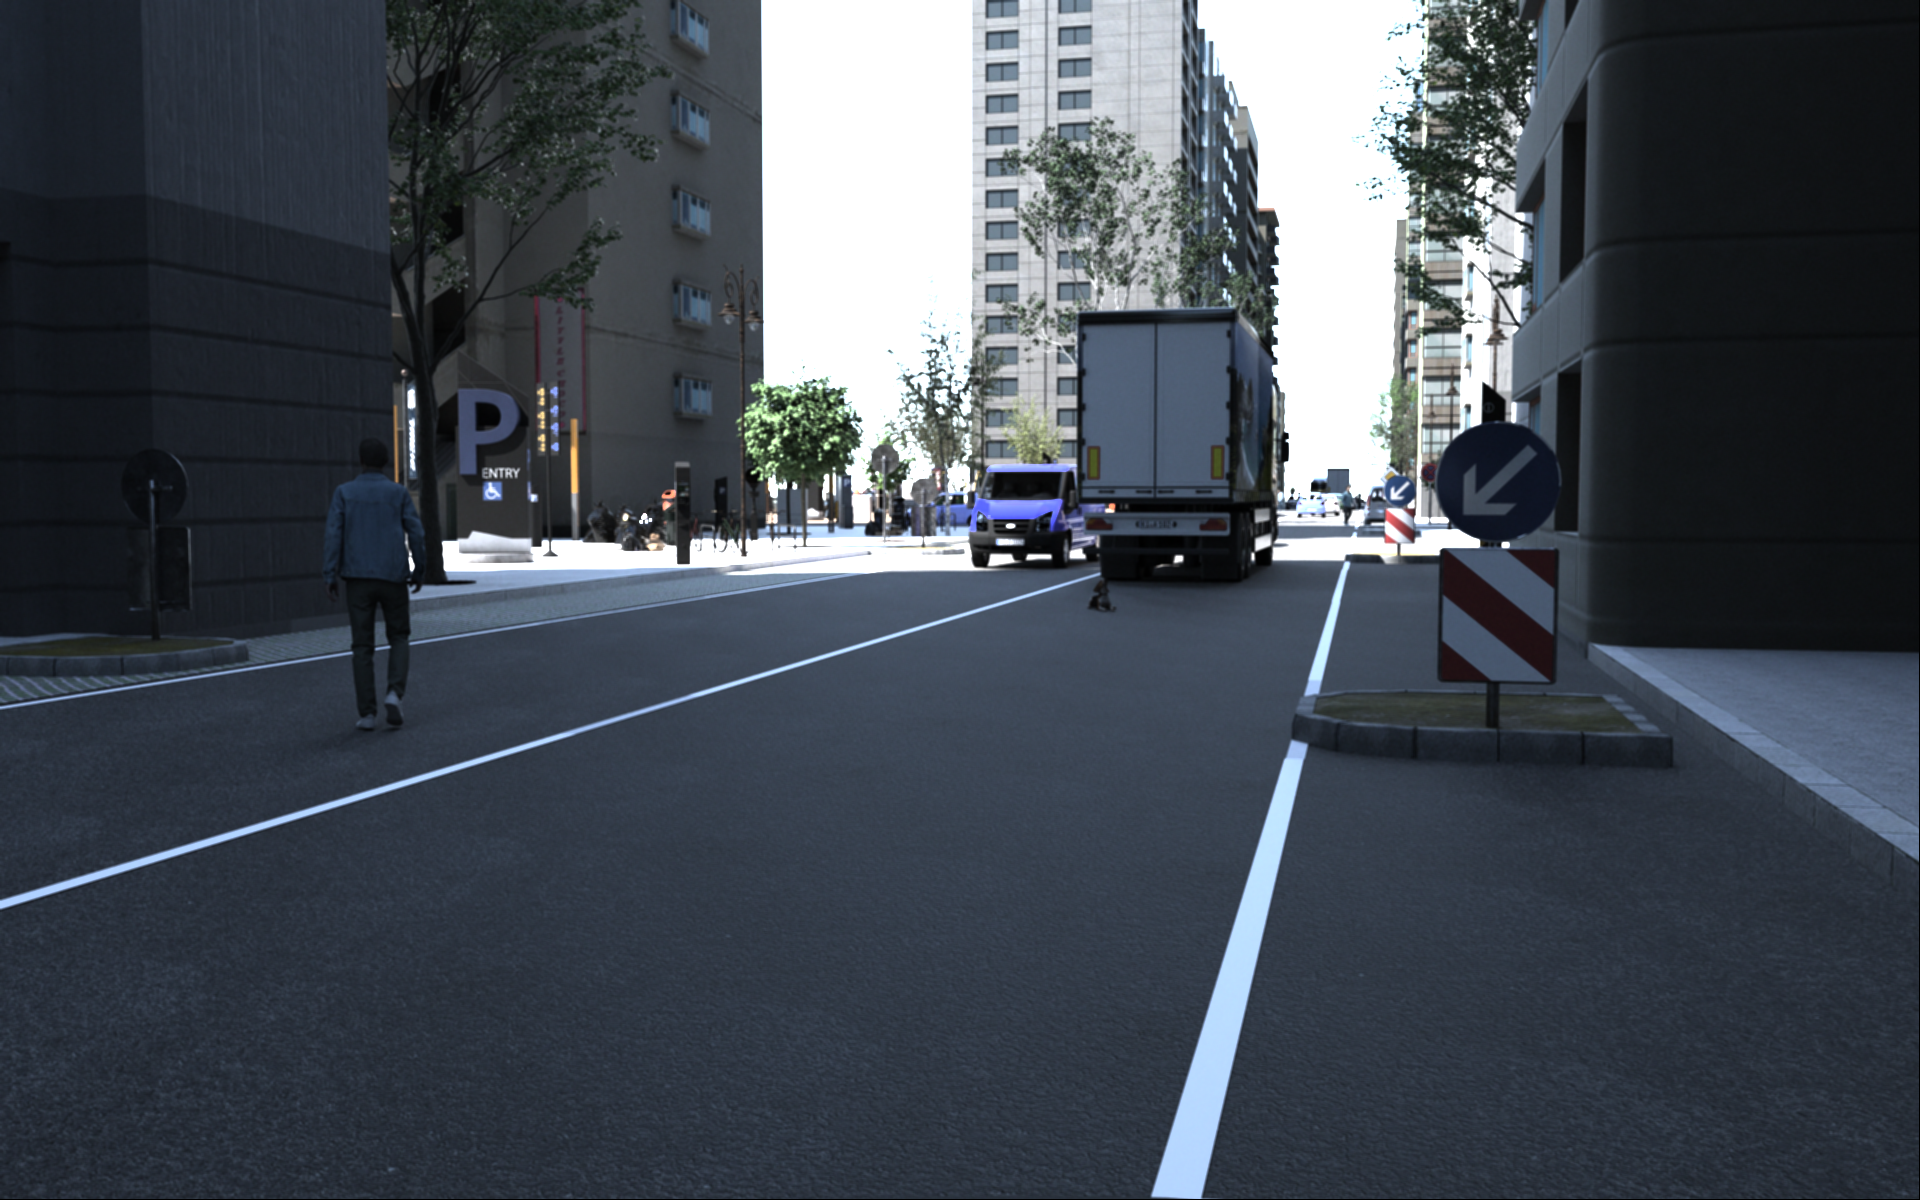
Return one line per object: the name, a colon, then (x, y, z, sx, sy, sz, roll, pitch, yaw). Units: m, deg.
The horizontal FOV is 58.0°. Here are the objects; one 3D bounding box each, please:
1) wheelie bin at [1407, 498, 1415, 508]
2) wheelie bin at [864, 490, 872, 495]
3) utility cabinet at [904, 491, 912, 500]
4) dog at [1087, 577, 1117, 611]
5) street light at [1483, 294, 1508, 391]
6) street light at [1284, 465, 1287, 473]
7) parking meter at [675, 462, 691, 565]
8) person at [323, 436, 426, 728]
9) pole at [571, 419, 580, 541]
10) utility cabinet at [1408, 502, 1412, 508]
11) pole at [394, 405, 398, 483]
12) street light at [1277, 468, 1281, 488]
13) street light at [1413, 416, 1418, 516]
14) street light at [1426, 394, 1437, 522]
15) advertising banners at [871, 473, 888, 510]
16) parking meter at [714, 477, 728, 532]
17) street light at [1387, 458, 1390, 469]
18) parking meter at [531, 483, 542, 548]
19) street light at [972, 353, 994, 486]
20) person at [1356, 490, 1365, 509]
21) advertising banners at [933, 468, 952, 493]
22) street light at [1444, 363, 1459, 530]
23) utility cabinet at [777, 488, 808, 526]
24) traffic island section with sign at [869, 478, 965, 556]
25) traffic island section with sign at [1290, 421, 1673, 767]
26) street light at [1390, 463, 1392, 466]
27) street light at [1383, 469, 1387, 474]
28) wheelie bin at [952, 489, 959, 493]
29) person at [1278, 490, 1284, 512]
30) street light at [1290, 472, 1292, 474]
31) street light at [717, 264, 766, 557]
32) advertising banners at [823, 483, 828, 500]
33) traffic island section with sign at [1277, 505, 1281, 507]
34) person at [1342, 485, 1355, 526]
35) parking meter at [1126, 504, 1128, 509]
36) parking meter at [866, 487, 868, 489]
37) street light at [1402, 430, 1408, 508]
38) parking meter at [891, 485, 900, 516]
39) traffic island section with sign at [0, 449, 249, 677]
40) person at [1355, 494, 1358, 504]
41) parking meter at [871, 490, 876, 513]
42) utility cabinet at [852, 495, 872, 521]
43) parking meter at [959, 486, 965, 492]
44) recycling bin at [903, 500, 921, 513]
wheelie bin: (33.451, -7.390, 128.734, 0.693, 1.594, 0.980, 0, 4, 5)
wheelie bin: (-6.852, -7.525, 130.939, 0.693, 1.594, 0.980, -3, 5, -41)
utility cabinet: (-3.839, -7.881, 137.538, 1.173, 1.500, 0.318, -1, 4, -8)
dog: (1.822, -0.081, 21.516, 0.550, 0.427, 0.748, 2, 4, 33)
street light: (12.413, -4.127, 40.263, 0.468, 5.910, 1.993, 1, 4, 13)
street light: (50.908, -18.251, 271.196, 0.468, 5.910, 1.993, 1, 4, 13)
parking meter: (-5.009, -1.566, 31.311, 0.255, 1.863, 0.399, -1, 4, -12)
person: (-3.556, -0.104, 10.542, 0.601, 1.785, 0.444, -1, 4, -19)
pole: (-10.440, -3.250, 46.983, 0.158, 3.312, 0.155, 0, 3, 0)
utility cabinet: (32.693, -7.001, 125.628, 0.306, 1.237, 1.020, 1, 4, 19)
pole: (-13.024, -2.812, 39.821, 0.158, 3.312, 0.155, 0, 3, 0)
street light: (46.120, -16.984, 250.480, 0.468, 5.910, 1.993, 1, 4, 13)
street light: (26.526, -7.821, 100.653, 0.468, 5.910, 1.993, 1, 4, 13)
street light: (21.669, -6.541, 79.727, 0.468, 5.910, 1.993, 1, 4, 13)
advertising banners: (-5.802, -8.001, 126.998, 2.074, 3.025, 0.090, 3, 4, 39)
parking meter: (-8.033, -3.210, 58.191, 0.399, 1.863, 0.255, -2, 4, -25)
street light: (48.937, -13.668, 196.252, 0.468, 5.910, 1.993, 1, 4, 13)
parking meter: (-10.207, -2.024, 41.505, 0.372, 1.533, 0.369, 0, 3, 0)
street light: (0.742, -5.141, 56.849, 0.468, 5.910, 1.993, 1, 4, 13)
person: (39.426, -9.915, 170.694, 0.705, 1.814, 1.350, -2, 4, -28)
advertising banners: (-0.774, -7.428, 117.634, 2.074, 3.025, 0.090, 0, 4, 7)
street light: (17.423, -5.423, 61.460, 0.468, 5.910, 1.993, 1, 4, 13)
utility cabinet: (-6.583, -3.627, 67.980, 1.173, 1.500, 0.318, 0, 4, 7)
traffic island section with sign: (-0.942, -1.972, 40.869, 1.989, 1.847, 2.006, 1, 4, 13)
traffic island section with sign: (2.999, -0.098, 10.223, 1.989, 1.847, 2.006, 1, 4, 13)
street light: (43.958, -12.355, 174.793, 0.468, 5.910, 1.993, 1, 4, 13)
street light: (58.024, -16.036, 234.972, 0.468, 5.910, 1.993, 1, 4, 13)
wheelie bin: (-0.294, -6.370, 112.053, 0.693, 1.594, 0.980, -2, 4, -27)
person: (25.955, -8.039, 140.208, 0.793, 1.790, 0.793, 0, 4, 7)
street light: (55.793, -19.524, 292.009, 0.468, 5.910, 1.993, 1, 4, 13)
street light: (-4.384, -3.802, 34.942, 0.468, 5.910, 1.993, 1, 4, 13)
advertising banners: (-8.356, -6.873, 108.554, 0.090, 3.025, 2.074, 1, 4, 12)
traffic island section with sign: (35.335, -11.453, 195.879, 1.989, 1.847, 2.006, 1, 4, 13)
person: (17.477, -4.258, 78.144, 0.660, 1.820, 0.620, -2, 4, -33)
parking meter: (14.300, -8.687, 147.738, 0.255, 1.863, 0.399, 1, 4, 17)
parking meter: (-7.598, -8.414, 143.281, 0.399, 1.863, 0.255, -3, 5, -41)
street light: (31.399, -9.111, 121.752, 0.468, 5.910, 1.993, 1, 4, 13)
parking meter: (-3.022, -4.610, 81.092, 0.399, 1.863, 0.255, 1, 4, 18)
traffic island section with sign: (-7.124, -0.356, 14.449, 1.989, 1.847, 2.006, 1, 4, 13)
person: (56.611, -14.447, 247.938, 0.991, 1.433, 0.599, -3, 4, -36)
parking meter: (-5.998, -6.846, 120.348, 0.372, 1.533, 0.369, 0, 3, 0)
utility cabinet: (-4.651, -4.312, 81.656, 1.020, 1.237, 0.306, 2, 4, 26)
parking meter: (0.103, -6.866, 117.974, 0.399, 1.863, 0.255, 0, 4, -4)
recycling bin: (-2.178, -4.061, 78.954, 0.722, 1.027, 0.722, 0, 4, 6)
